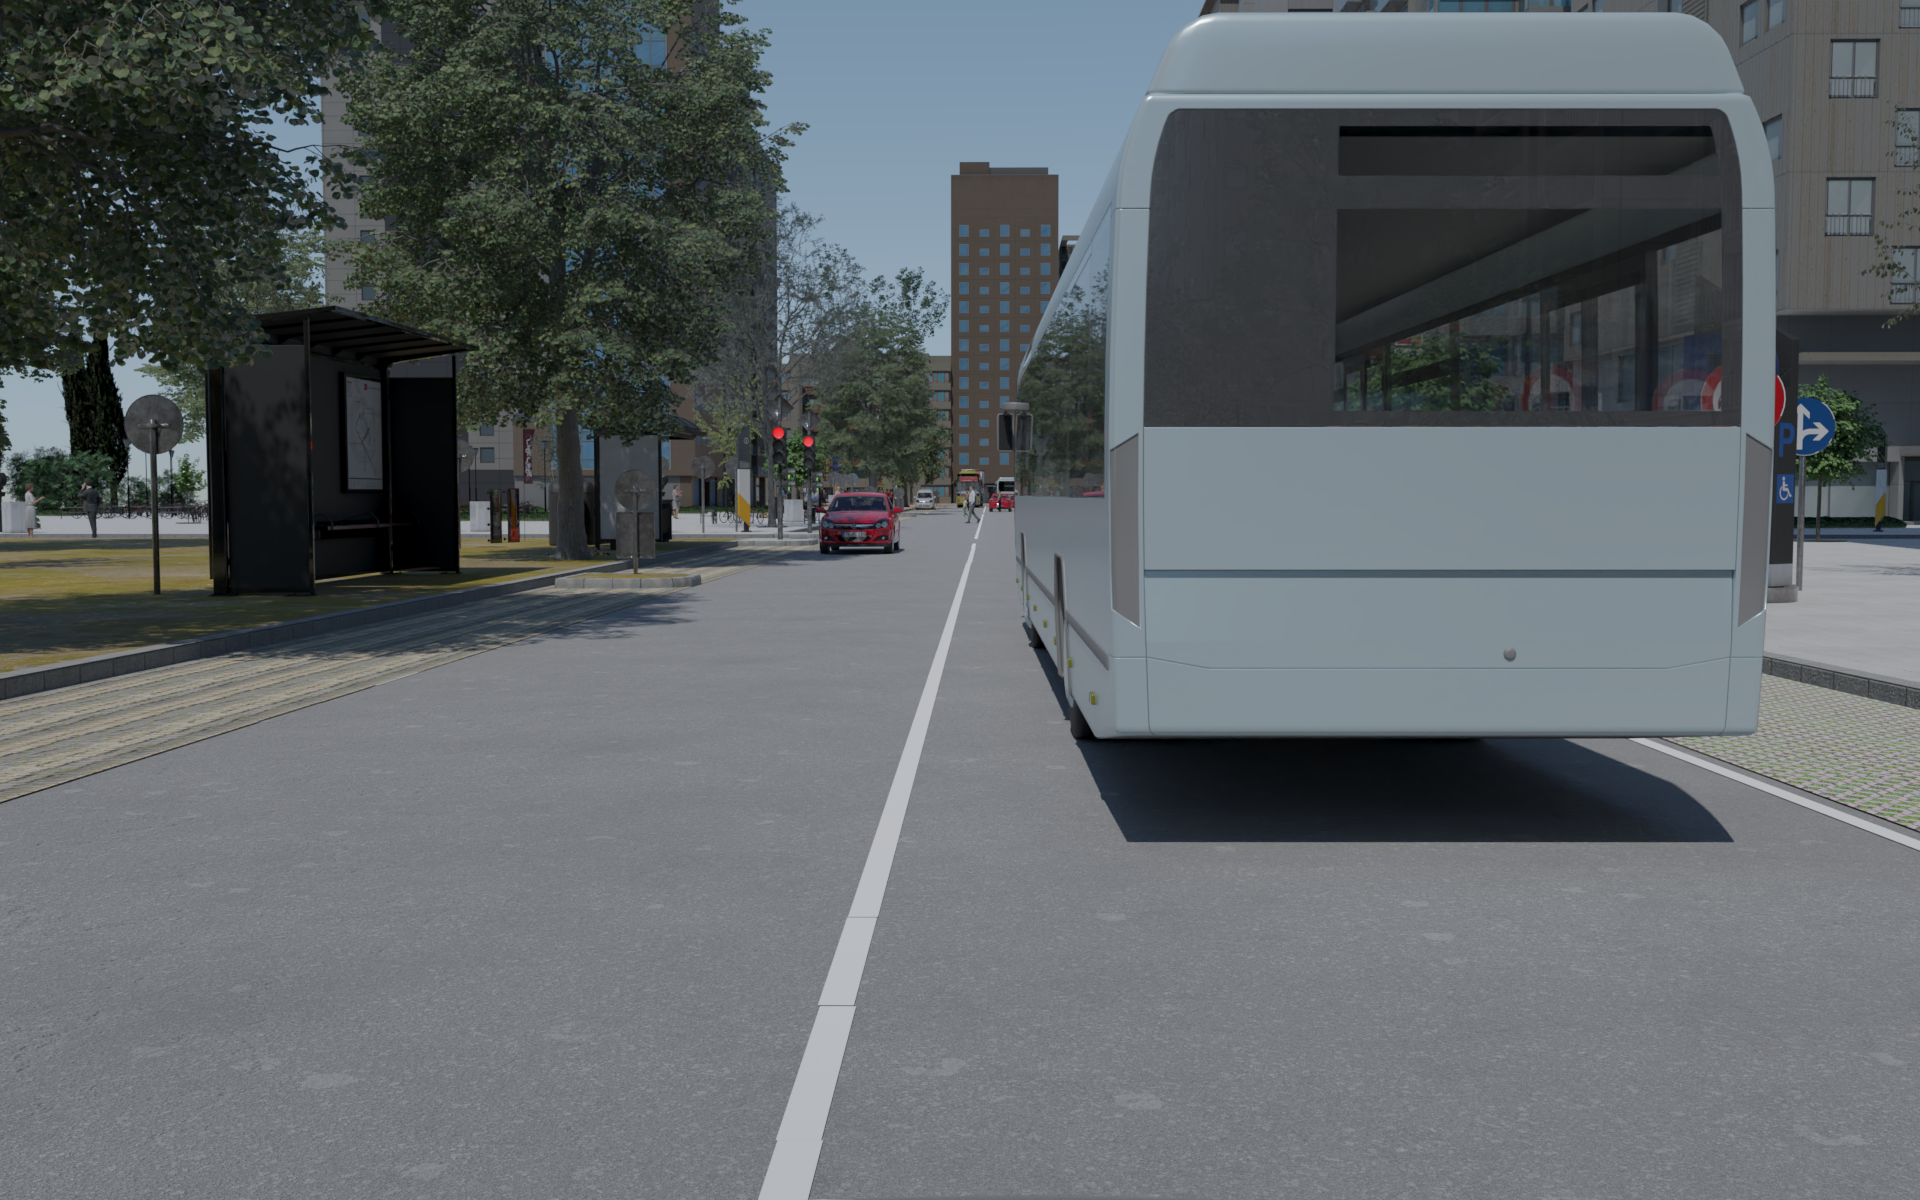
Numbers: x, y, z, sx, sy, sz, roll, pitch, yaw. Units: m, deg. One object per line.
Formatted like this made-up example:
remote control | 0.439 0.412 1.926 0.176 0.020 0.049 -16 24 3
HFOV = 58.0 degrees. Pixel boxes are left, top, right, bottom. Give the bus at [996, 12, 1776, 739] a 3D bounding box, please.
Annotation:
bus | 1.864 -1.126 13.271 2.948 3.499 13.247 0 3 0

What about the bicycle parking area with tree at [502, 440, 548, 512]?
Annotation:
bicycle parking area with tree | -19.732 -6.500 93.278 8.231 4.147 9.016 0 4 3

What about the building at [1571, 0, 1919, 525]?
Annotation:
building | 46.131 -30.090 81.209 27.495 52.752 28.713 0 4 1

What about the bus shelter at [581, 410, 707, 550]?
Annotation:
bus shelter | -7.554 -2.940 41.998 2.014 3.302 5.546 0 4 1

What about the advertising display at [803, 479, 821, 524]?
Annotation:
advertising display | -6.421 -4.272 75.055 0.974 1.923 0.123 3 4 38

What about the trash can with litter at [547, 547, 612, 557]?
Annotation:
trash can with litter | -7.810 -1.539 36.216 1.678 1.210 2.233 1 4 8

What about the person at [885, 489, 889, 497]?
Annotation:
person | -8.180 -11.509 193.838 1.348 1.869 0.705 2 4 32

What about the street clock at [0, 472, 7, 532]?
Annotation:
street clock | -32.181 -3.274 58.102 0.471 2.002 0.358 2 4 34

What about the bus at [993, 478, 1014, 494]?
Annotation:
bus | 5.442 -12.593 200.760 2.948 3.499 13.247 0 3 0

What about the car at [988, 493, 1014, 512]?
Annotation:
car | 3.286 -8.025 140.248 2.155 1.783 4.494 0 4 3

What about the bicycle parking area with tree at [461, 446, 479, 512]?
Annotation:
bicycle parking area with tree | -29.629 -7.202 104.758 9.016 4.147 8.231 0 4 2

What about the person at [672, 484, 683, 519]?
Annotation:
person | -14.476 -5.043 88.846 0.532 1.782 0.716 -1 4 -13

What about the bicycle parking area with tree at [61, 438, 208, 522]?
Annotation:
bicycle parking area with tree | -42.871 -6.421 91.990 9.016 4.147 8.231 1 4 12

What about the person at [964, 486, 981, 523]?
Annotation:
person | 0.606 -4.661 84.813 0.850 1.850 0.679 -1 4 -13

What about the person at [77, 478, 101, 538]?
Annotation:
person | -25.825 -2.661 51.362 0.474 1.900 0.648 0 4 -1

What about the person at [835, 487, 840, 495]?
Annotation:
person | -8.060 -6.565 113.858 0.515 1.767 0.782 1 4 20

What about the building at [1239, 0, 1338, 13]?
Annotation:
building | 34.686 -37.196 150.159 21.231 58.520 28.212 0 4 1

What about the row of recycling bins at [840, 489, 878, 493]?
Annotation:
row of recycling bins | -7.706 -7.503 129.779 3.534 1.692 1.069 -2 4 -34

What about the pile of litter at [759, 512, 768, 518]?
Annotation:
pile of litter | -10.238 -4.825 92.860 1.719 0.858 1.176 -2 4 -35

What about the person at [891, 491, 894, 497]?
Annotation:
person | -7.900 -11.946 202.140 0.721 1.735 1.217 1 4 9

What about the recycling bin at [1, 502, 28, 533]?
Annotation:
recycling bin | -31.056 -2.722 57.057 0.722 1.027 0.722 3 5 42

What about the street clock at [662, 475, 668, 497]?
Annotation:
street clock | -10.122 -3.302 58.555 0.471 2.002 0.358 1 4 15

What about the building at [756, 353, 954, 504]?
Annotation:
building | -15.438 -24.334 242.894 28.899 21.520 27.650 0 4 1

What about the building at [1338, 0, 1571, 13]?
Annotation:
building | 37.455 -30.242 114.062 23.786 49.044 30.456 0 4 1

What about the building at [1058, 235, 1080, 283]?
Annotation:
building | 25.404 -33.726 243.302 23.993 40.220 32.217 0 4 1

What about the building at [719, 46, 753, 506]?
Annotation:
building | -26.484 -28.777 154.101 14.154 41.232 14.086 0 4 1

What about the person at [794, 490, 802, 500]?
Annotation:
person | -18.125 -11.491 194.643 1.217 1.735 0.721 0 4 6

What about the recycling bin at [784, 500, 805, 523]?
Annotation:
recycling bin | -7.496 -4.038 78.569 0.722 1.027 0.722 -3 4 -36

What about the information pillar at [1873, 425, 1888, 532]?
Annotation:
information pillar | 31.243 -4.121 58.733 0.183 3.616 0.504 0 4 -2

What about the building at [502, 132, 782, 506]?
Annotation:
building | -31.058 -29.725 177.878 23.993 40.220 32.217 0 4 1

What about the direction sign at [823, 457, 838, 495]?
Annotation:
direction sign | -7.811 -6.898 104.778 0.876 3.537 0.379 0 4 -6

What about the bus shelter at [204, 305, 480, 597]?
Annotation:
bus shelter | -8.584 -2.045 24.721 1.731 3.624 6.357 0 4 1

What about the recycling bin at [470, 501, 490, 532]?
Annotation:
recycling bin | -16.256 -2.846 59.078 0.722 1.027 0.722 -2 4 -34

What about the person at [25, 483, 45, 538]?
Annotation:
person | -28.336 -2.686 52.994 0.480 1.755 0.524 3 5 42

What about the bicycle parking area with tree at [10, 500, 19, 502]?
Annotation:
bicycle parking area with tree | -51.829 -6.090 86.569 8.231 4.147 9.016 0 4 4

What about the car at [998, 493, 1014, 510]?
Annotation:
car | 4.216 -8.807 153.028 2.155 1.783 4.494 0 4 2

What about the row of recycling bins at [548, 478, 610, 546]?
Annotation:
row of recycling bins | -9.667 -2.275 44.309 1.069 1.692 3.534 0 4 3

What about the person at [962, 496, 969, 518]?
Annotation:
person | 0.325 -5.584 104.046 0.590 1.304 0.306 -3 5 -45

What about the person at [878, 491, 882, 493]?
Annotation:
person | -8.768 -11.156 188.895 0.683 1.767 0.568 1 4 15

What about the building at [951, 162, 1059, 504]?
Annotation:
building | 6.015 -35.853 236.304 14.200 45.320 14.600 0 4 1

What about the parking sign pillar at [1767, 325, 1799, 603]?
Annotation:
parking sign pillar | 9.365 -1.983 20.890 1.447 3.967 1.447 -2 4 -33

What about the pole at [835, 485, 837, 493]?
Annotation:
pole | -8.936 -8.007 124.762 0.158 3.312 0.155 0 3 0

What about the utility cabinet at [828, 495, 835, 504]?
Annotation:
utility cabinet | -6.804 -5.063 93.946 0.306 1.237 1.020 -2 4 -26

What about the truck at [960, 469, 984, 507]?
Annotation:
truck | 1.378 -12.886 199.604 2.839 4.237 11.283 0 4 3

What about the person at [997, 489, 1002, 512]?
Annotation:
person | 3.112 -7.869 137.173 0.705 1.823 1.348 0 4 5

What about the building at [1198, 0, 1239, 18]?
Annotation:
building | 38.628 -36.052 178.688 28.713 52.752 27.495 0 4 1

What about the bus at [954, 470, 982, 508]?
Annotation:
bus | 0.862 -11.817 184.754 2.896 3.916 12.252 0 3 0

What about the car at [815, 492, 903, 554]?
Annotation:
car | -2.459 -2.073 42.935 2.155 1.783 4.494 0 4 1

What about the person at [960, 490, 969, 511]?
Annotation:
person | 0.617 -8.635 149.699 1.348 1.823 0.705 -1 4 -9

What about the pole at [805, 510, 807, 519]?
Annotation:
pole | -8.108 -5.936 90.890 0.158 3.312 0.155 0 3 0

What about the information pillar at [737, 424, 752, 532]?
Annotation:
information pillar | -7.233 -4.078 58.034 0.183 3.616 0.504 3 5 43

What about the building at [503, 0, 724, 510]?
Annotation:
building | -27.066 -29.881 138.657 14.600 45.320 14.200 0 4 1

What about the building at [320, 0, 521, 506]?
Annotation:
building | -53.265 -45.538 182.796 20.611 71.187 20.563 0 4 1

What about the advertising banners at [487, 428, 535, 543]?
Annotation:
advertising banners | -11.825 -3.032 45.753 0.090 3.025 2.074 1 4 22
